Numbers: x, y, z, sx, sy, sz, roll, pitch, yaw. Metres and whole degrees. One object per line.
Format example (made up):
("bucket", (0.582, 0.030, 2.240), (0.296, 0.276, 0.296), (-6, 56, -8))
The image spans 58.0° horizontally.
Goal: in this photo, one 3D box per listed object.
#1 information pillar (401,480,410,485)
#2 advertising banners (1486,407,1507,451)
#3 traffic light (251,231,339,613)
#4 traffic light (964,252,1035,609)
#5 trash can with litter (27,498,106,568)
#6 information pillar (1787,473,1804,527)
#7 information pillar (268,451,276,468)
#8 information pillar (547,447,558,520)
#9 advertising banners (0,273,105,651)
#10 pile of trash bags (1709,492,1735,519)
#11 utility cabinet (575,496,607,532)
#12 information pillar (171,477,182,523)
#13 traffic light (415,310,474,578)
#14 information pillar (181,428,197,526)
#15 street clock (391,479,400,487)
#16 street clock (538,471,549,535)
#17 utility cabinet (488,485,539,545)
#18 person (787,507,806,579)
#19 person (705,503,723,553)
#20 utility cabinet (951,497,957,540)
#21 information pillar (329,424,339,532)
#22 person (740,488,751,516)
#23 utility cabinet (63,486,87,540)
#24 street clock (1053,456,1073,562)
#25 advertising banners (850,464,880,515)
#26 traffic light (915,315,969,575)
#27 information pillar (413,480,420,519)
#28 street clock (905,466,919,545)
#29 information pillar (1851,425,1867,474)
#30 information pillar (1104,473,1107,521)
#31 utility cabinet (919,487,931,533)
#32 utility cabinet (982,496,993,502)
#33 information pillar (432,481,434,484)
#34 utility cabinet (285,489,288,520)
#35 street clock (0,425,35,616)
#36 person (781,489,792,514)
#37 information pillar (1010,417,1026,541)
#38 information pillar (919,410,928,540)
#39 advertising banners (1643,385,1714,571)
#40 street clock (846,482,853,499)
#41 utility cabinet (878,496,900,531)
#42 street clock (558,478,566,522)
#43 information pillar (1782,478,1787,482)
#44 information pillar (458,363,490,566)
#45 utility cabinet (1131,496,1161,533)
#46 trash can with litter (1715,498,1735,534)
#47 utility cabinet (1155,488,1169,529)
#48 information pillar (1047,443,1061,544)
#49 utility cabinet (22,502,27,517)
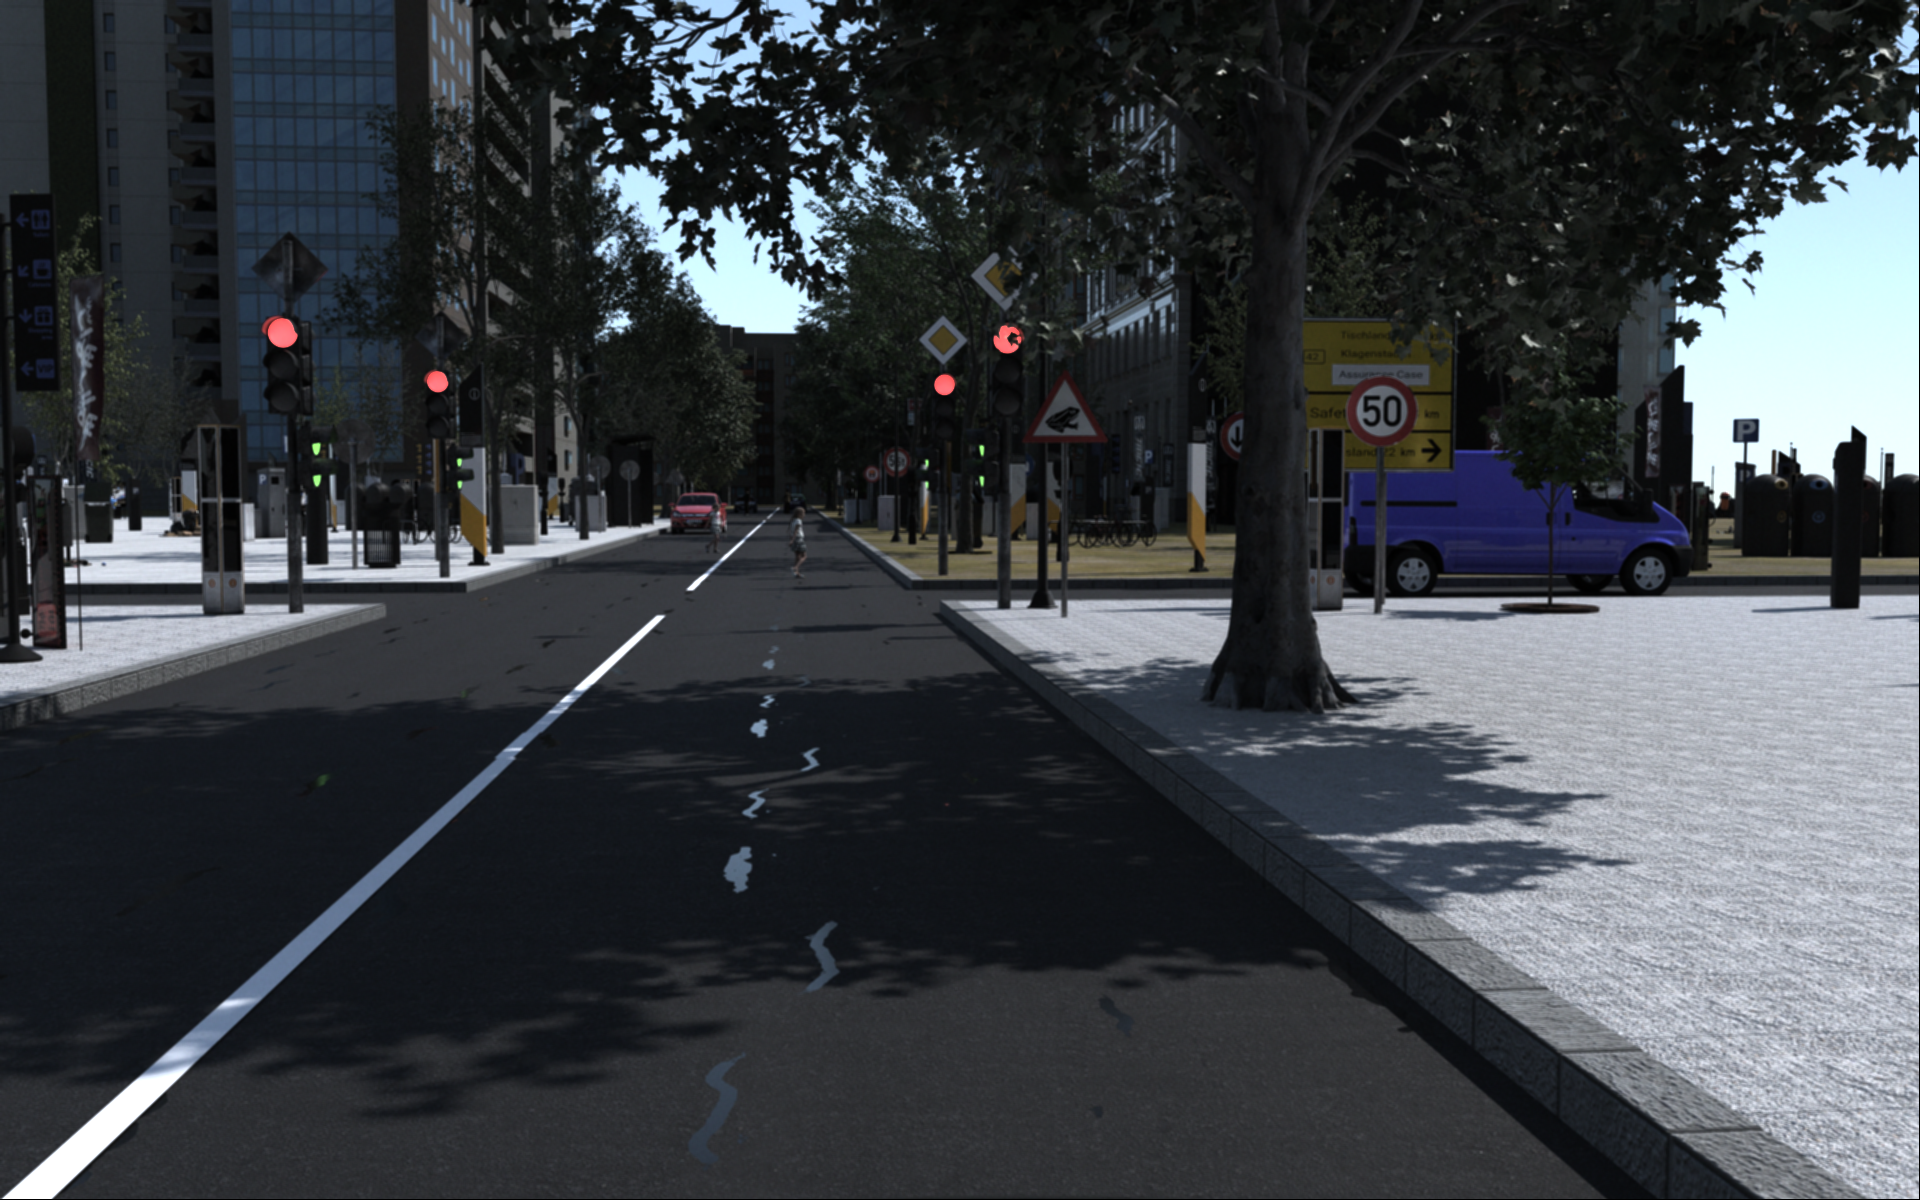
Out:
("information pillar", (-28.897, -5.247, 90.282), (0.304, 2.012, 0.304), (2, 4, 25))
("advertising banners", (10.071, -2.351, 34.634), (2.074, 3.025, 0.090), (-1, 4, -17))
("traffic light", (-7.148, -1.814, 18.579), (0.839, 4.253, 0.868), (0, 4, -5))
("traffic light", (0.477, -1.859, 19.322), (0.839, 4.253, 0.868), (0, 4, -5))
("trash can with litter", (-16.064, -1.198, 30.644), (1.678, 1.210, 2.233), (-1, 4, -14))
("information pillar", (29.845, -3.505, 61.805), (0.304, 2.012, 0.304), (-1, 4, -16))
("information pillar", (-37.605, -6.322, 94.724), (0.504, 3.616, 0.183), (1, 4, 22))
("information pillar", (-20.172, -5.768, 85.654), (0.504, 3.616, 0.183), (-1, 4, -15))
("advertising banners", (-7.620, -1.113, 14.383), (2.074, 3.025, 0.090), (2, 4, 35))
("pile of trash bags", (40.429, -5.035, 92.079), (1.912, 1.369, 3.447), (1, 4, 14))
("utility cabinet", (-13.325, -3.145, 62.575), (1.020, 1.237, 0.306), (1, 4, 11))
("information pillar", (-34.684, -4.416, 76.697), (0.304, 2.012, 0.304), (3, 5, 39))
("traffic light", (-7.909, -2.300, 26.528), (0.839, 4.253, 0.868), (0, 4, -5))
("information pillar", (-27.295, -4.281, 61.349), (0.504, 3.616, 0.183), (0, 4, -2))
("street clock", (-27.851, -4.954, 85.569), (0.471, 2.002, 0.358), (-2, 4, -29))
("street clock", (-13.058, -3.043, 54.320), (0.358, 2.002, 0.471), (-2, 4, -25))
("utility cabinet", (-11.139, -2.112, 43.213), (1.173, 1.500, 0.318), (0, 4, 6))
("person", (-2.826, -0.977, 29.490), (0.382, 1.210, 0.505), (-2, 4, -29))
("person", (-6.001, -1.763, 42.342), (0.382, 1.210, 0.505), (2, 4, 23))
("utility cabinet", (-0.042, -2.273, 48.317), (0.306, 1.237, 1.020), (1, 4, 9))
("information pillar", (-21.010, -4.077, 58.020), (0.183, 3.616, 0.504), (-2, 4, -32))
("person", (-14.289, -6.579, 115.698), (0.705, 1.869, 1.348), (-3, 4, -36))
("utility cabinet", (-24.580, -2.388, 47.720), (1.173, 1.500, 0.318), (-2, 4, -34))
("street clock", (1.956, -1.733, 32.911), (0.358, 2.002, 0.471), (2, 4, 26))
("advertising banners", (-5.311, -6.182, 97.265), (2.074, 3.025, 0.090), (-2, 4, -25))
("traffic light", (-0.284, -2.346, 27.271), (0.839, 4.253, 0.868), (0, 4, -5))
("information pillar", (-28.013, -5.189, 89.331), (0.304, 2.012, 0.304), (-1, 4, -10))
("street clock", (-1.212, -2.416, 44.066), (0.358, 2.002, 0.471), (0, 4, 4))
("information pillar", (30.284, -4.104, 58.453), (0.504, 3.616, 0.183), (3, 5, 41))
("information pillar", (6.764, -5.595, 82.826), (0.504, 3.616, 0.183), (0, 4, -2))
("utility cabinet", (-1.137, -2.949, 56.894), (0.318, 1.500, 1.173), (0, 4, 3))
("utility cabinet", (0.568, -2.837, 57.540), (1.020, 1.237, 0.306), (1, 4, 16))
("information pillar", (-29.006, -5.591, 95.899), (0.304, 2.012, 0.304), (3, 5, 39))
("utility cabinet", (-32.398, -4.570, 83.398), (1.173, 1.500, 0.318), (1, 4, 9))
("street clock", (-9.997, -0.839, 18.291), (0.471, 2.002, 0.358), (2, 4, 29))
("person", (-12.432, -7.090, 124.515), (0.705, 1.812, 1.348), (2, 4, 28))
("information pillar", (1.577, -3.447, 47.709), (0.504, 3.616, 0.183), (-2, 4, -31))
("information pillar", (-1.000, -3.497, 48.526), (0.183, 3.616, 0.504), (1, 4, 13))
("advertising banners", (11.770, -1.972, 28.422), (2.074, 3.025, 0.090), (-3, 4, -36))
("street clock", (-6.057, -5.552, 95.343), (0.358, 2.002, 0.471), (-3, 5, -39))
("utility cabinet", (-2.518, -3.054, 61.087), (0.306, 1.237, 1.020), (-3, 4, -36))
("street clock", (-17.984, -4.505, 78.229), (0.358, 2.002, 0.471), (-1, 4, -21))
("information pillar", (38.303, -4.647, 80.475), (0.304, 2.012, 0.304), (2, 4, 28))
("information pillar", (-8.723, -2.427, 31.043), (0.504, 3.616, 0.183), (1, 4, 16))
("utility cabinet", (6.112, -2.801, 56.959), (1.020, 1.237, 0.306), (-2, 4, -31))
("trash can with litter", (25.333, -2.796, 56.774), (1.678, 1.210, 2.233), (3, 4, 36))
("utility cabinet", (7.207, -3.357, 63.571), (0.318, 1.500, 1.173), (-2, 4, -27))
("information pillar", (2.380, -3.272, 44.856), (0.504, 3.616, 0.183), (-1, 4, -13))
("utility cabinet", (-50.933, -5.233, 94.233), (0.318, 1.500, 1.173), (1, 4, 16))
